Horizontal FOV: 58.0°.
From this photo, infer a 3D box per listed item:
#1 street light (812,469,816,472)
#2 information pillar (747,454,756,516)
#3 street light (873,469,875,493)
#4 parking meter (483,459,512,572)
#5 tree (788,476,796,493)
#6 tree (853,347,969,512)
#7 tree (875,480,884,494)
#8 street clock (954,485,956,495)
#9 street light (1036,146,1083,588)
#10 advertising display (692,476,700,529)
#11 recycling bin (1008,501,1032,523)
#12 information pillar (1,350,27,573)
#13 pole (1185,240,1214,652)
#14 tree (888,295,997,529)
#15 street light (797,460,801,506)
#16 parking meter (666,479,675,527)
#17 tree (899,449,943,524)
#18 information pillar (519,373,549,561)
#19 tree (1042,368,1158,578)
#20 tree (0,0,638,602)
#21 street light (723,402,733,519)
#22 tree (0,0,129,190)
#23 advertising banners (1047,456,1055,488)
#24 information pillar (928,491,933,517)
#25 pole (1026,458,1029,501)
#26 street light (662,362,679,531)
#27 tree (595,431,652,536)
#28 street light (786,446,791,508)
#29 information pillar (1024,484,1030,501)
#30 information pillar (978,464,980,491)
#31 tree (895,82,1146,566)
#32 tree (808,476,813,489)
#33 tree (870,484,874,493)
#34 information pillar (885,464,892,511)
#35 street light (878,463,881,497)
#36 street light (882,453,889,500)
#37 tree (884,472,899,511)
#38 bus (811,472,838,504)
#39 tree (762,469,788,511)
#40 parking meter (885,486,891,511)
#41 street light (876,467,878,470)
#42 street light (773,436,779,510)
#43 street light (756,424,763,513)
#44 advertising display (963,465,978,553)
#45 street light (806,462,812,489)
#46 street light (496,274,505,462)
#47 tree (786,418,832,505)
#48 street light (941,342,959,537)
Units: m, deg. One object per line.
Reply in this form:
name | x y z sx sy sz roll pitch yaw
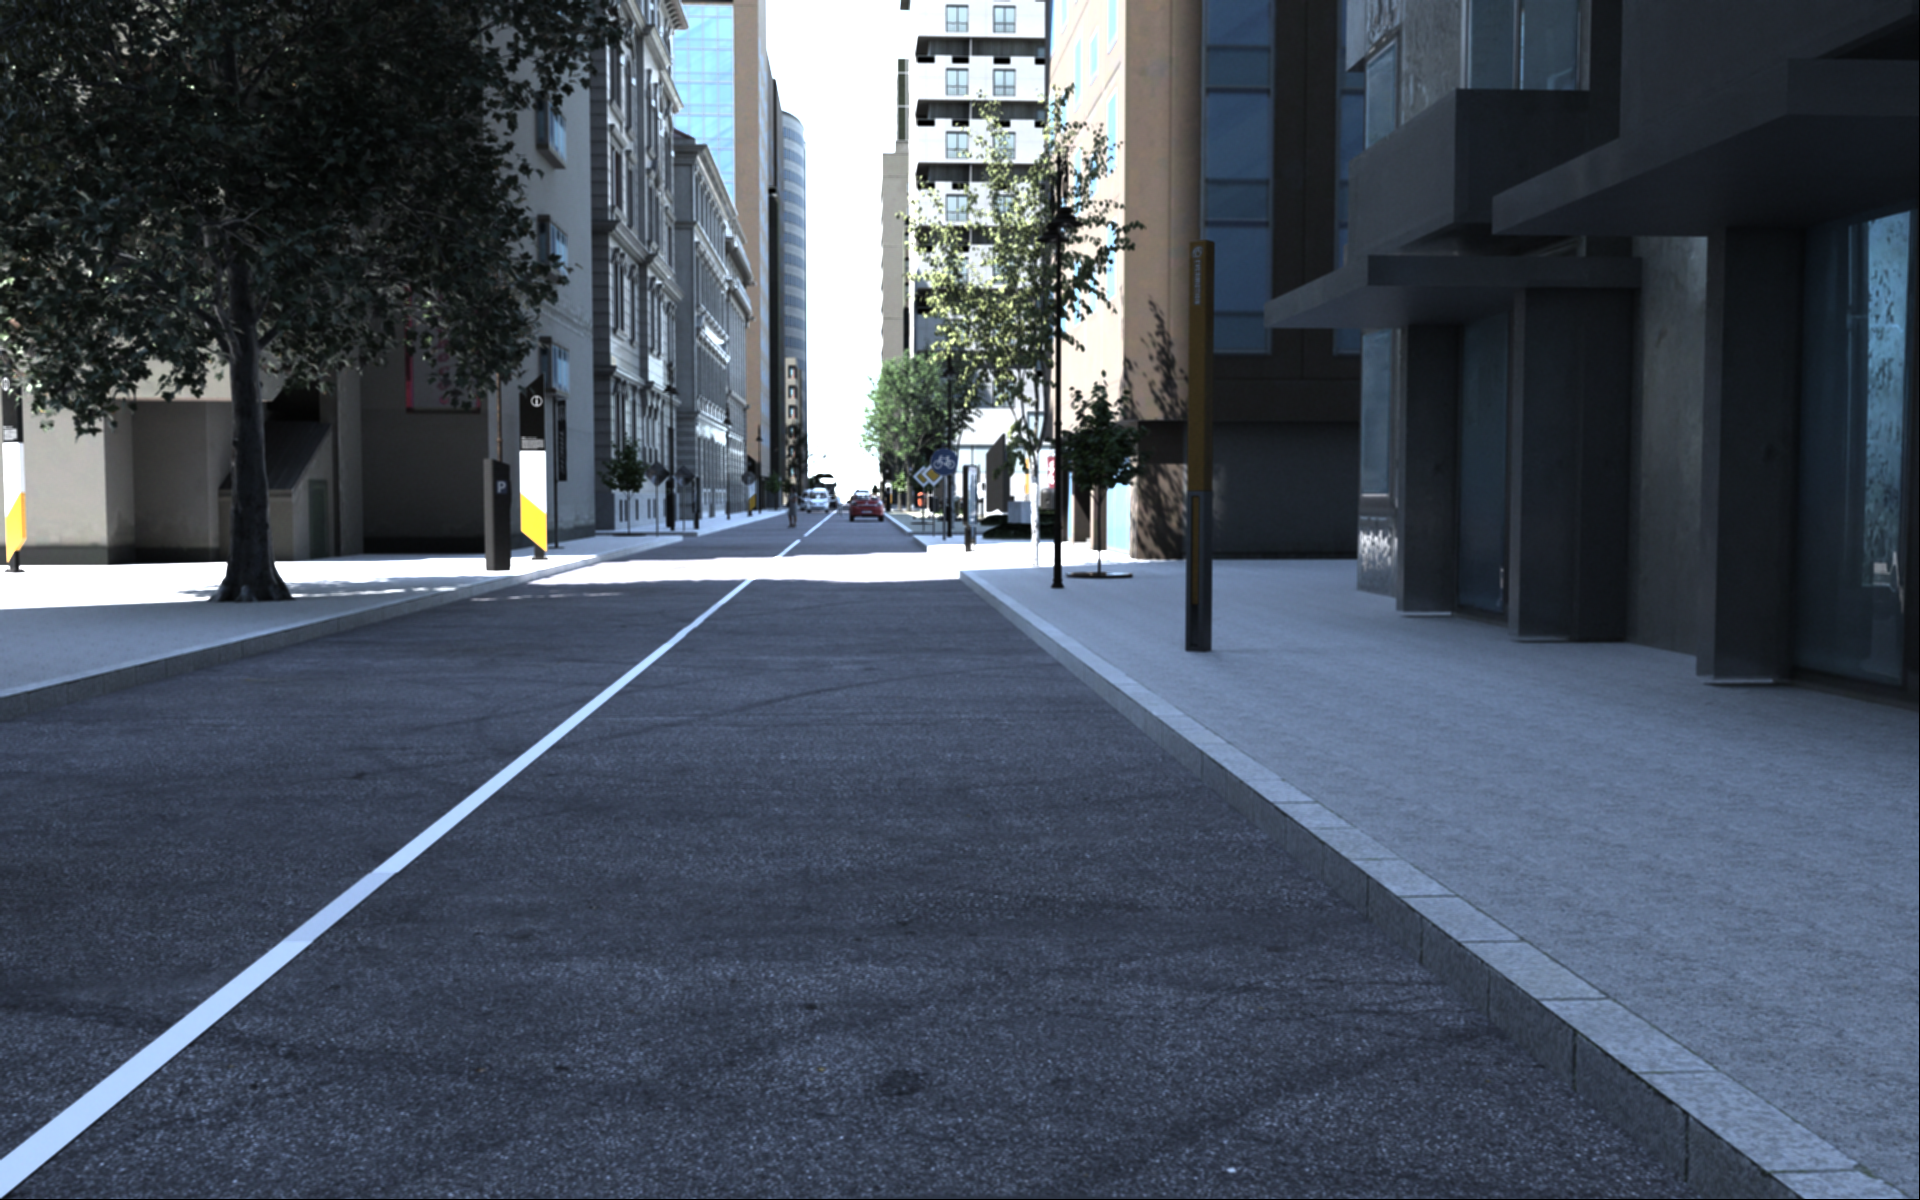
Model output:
street light | -21.080 -16.726 246.250 0.468 5.910 1.993 0 4 -3
information pillar | -12.224 -6.729 101.379 0.504 3.616 0.183 -1 4 -9
street light | -11.535 -16.401 240.938 0.468 5.910 1.993 0 4 -3
parking meter | -7.692 -1.414 28.832 0.255 1.863 0.399 3 4 39
tree | -16.684 -10.517 166.561 1.663 3.219 1.824 0 3 0
tree | -3.441 -11.954 121.198 9.928 11.665 9.643 0 3 0
tree | -7.473 -11.466 182.077 1.663 3.219 1.824 0 3 0
street clock | -0.469 -7.816 132.364 0.358 2.002 0.471 0 4 -6
street light | 1.336 -3.103 23.524 0.468 5.910 1.993 0 4 -3
advertising display | -9.695 -3.571 63.595 0.123 1.923 0.974 -1 4 -17
recycling bin | 2.168 -2.968 61.088 0.722 1.027 0.722 -3 4 -36
information pillar | -15.336 -2.245 28.061 0.504 3.616 0.183 2 4 35
pole | 1.950 -1.237 14.063 0.158 3.312 0.155 0 3 0
tree | -0.385 -6.966 64.263 4.360 8.622 3.978 0 3 0
street light | -17.711 -13.328 190.695 0.468 5.910 1.993 0 4 -3
parking meter | -11.190 -3.744 66.918 0.255 1.863 0.399 1 4 8
tree | -1.578 -4.869 74.209 1.663 3.219 1.824 0 3 0
information pillar | -8.213 -2.570 33.382 0.504 3.616 0.183 -1 4 -10
tree | 2.178 -1.957 26.597 1.663 3.219 1.824 0 3 0
tree | -8.671 -6.345 20.747 9.611 12.733 9.660 0 3 0
street light | -11.691 -7.003 87.289 0.468 5.910 1.993 0 4 -3
tree | -8.031 -3.770 11.999 4.360 8.622 3.978 0 3 0
advertising banners | 4.769 -5.112 79.767 0.090 3.025 2.074 -3 5 -44
information pillar | -1.670 -5.688 97.494 0.304 2.012 0.304 0 4 -5
pole | 3.863 -6.435 99.057 0.158 3.312 0.155 0 3 0
street light | -10.087 -5.370 60.595 0.468 5.910 1.993 0 4 -3
tree | -10.183 -3.585 53.217 1.663 3.219 1.824 0 3 0
street light | -16.188 -11.693 163.963 0.468 5.910 1.993 0 4 -3
information pillar | 4.860 -7.409 125.631 0.304 2.012 0.304 1 4 18
information pillar | 1.465 -8.726 134.020 0.183 3.616 0.504 0 4 -8
tree | 1.097 -4.902 30.511 4.737 8.622 4.395 0 3 0
tree | -24.766 -18.904 292.794 4.285 4.588 4.351 0 3 0
tree | -14.018 -17.833 286.168 1.663 3.219 1.824 0 3 0
information pillar | -5.577 -8.761 134.593 0.504 3.616 0.183 -1 4 -10
street light | -8.230 -12.963 184.731 0.468 5.910 1.993 0 4 -3
street light | -6.645 -11.316 157.806 0.468 5.910 1.993 0 4 -3
tree | -4.334 -8.352 131.158 1.663 3.219 1.824 0 3 0
bus | -15.655 -12.831 201.332 2.896 3.916 12.252 0 4 -2
tree | -14.500 -8.520 133.907 1.663 3.219 1.824 0 3 0
parking meter | -5.345 -7.518 128.623 0.399 1.863 0.255 0 4 2
street light | -9.853 -14.596 211.424 0.468 5.910 1.993 0 4 -3
street light | -14.593 -10.060 137.269 0.468 5.910 1.993 0 4 -3
street light | -13.229 -8.656 114.315 0.468 5.910 1.993 0 4 -3
advertising display | 0.227 -2.023 38.296 0.123 1.923 0.974 1 4 13
street light | -19.397 -15.093 219.561 0.468 5.910 1.993 0 4 -3
street light | -8.203 -3.549 30.815 0.468 5.910 1.993 0 4 -3
tree | -19.825 -16.993 212.251 8.767 10.594 7.601 -1 4 -11
street light | -0.318 -4.823 51.640 0.468 5.910 1.993 0 4 -3
